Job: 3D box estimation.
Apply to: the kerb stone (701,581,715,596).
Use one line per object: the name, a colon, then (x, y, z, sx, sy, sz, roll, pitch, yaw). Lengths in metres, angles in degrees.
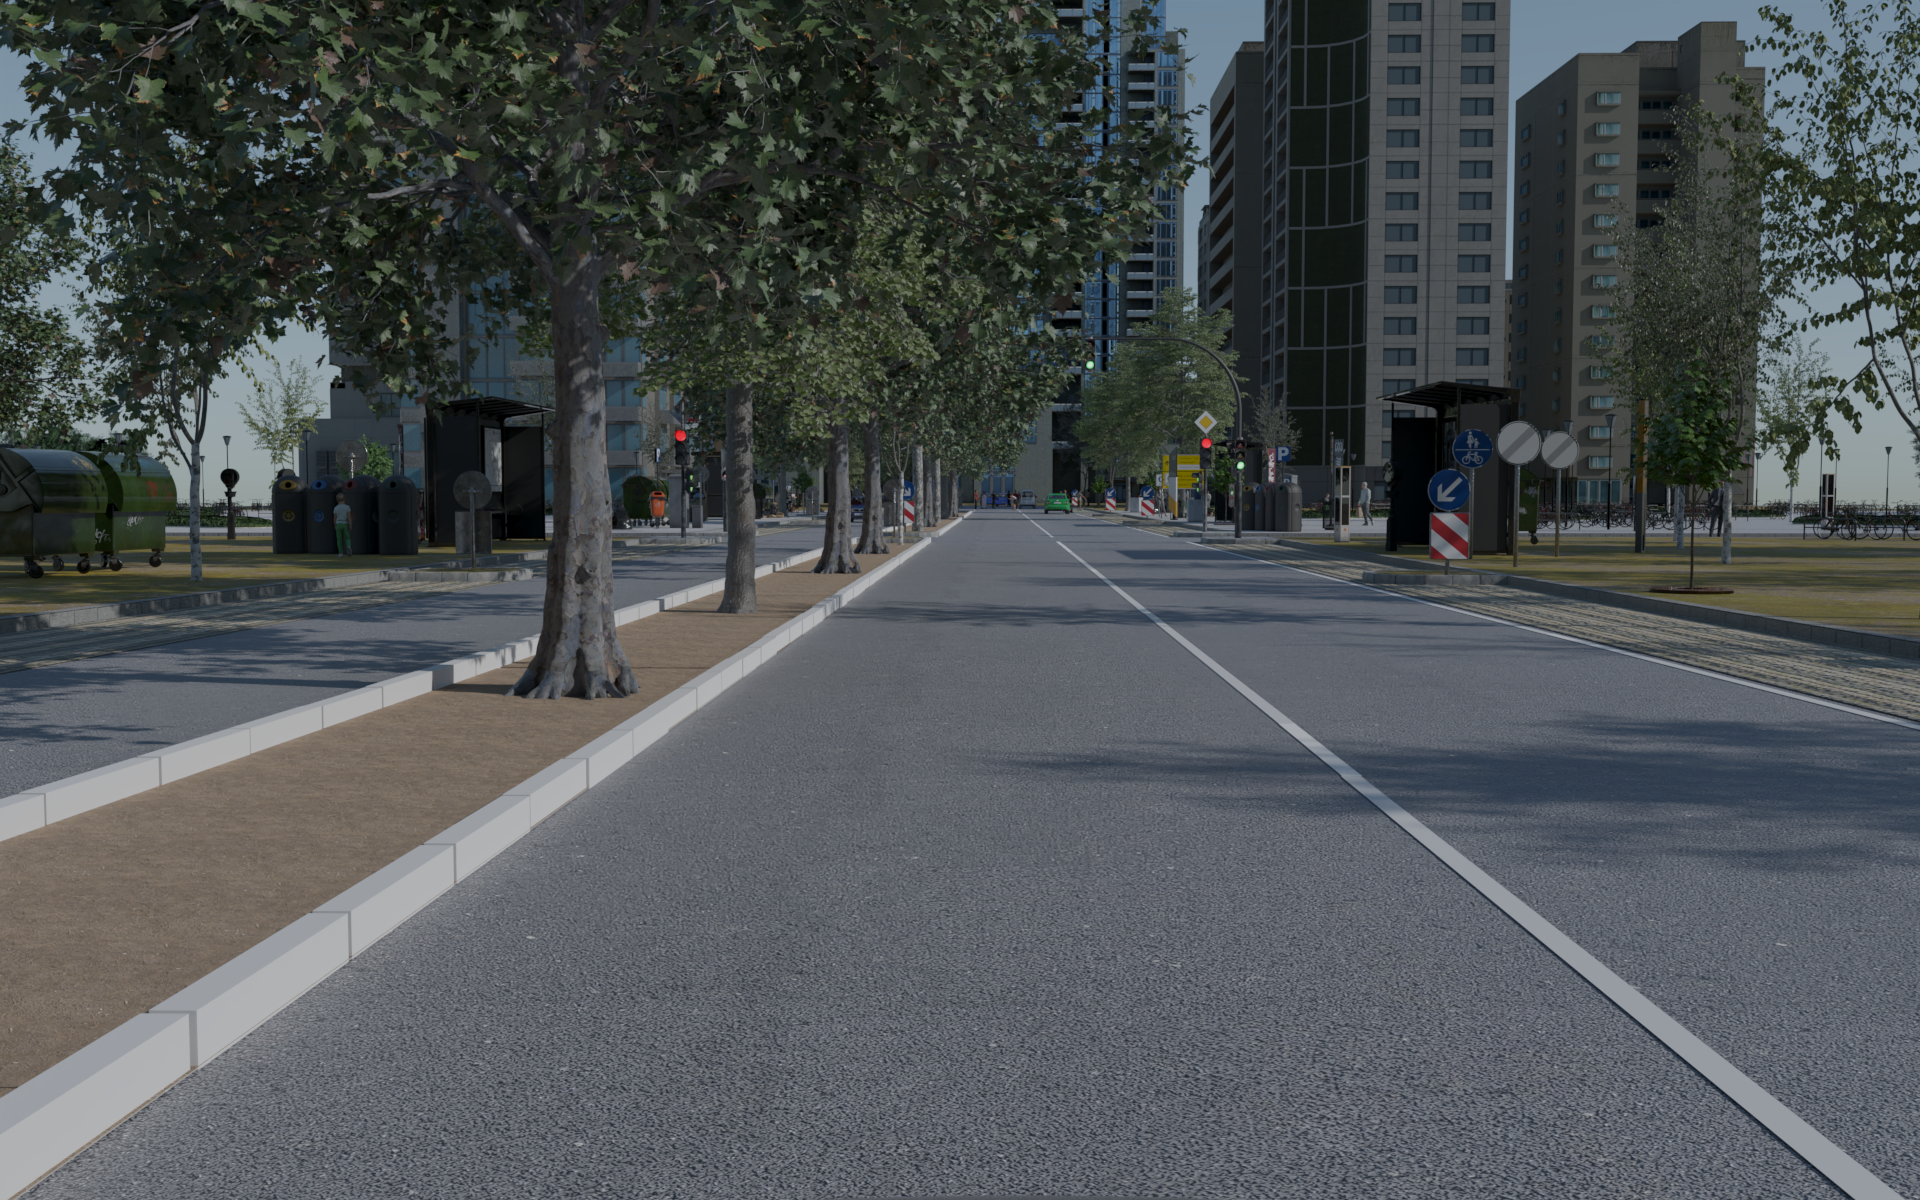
kerb stone: (-3.620, -0.130, 24.323, 0.120, 0.150, 1.000, 0, 4, 1)

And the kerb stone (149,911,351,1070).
kerb stone: (-1.944, 1.064, 4.804, 0.120, 0.150, 1.000, 0, 4, 1)

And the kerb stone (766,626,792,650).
kerb stone: (-1.704, 0.374, 16.082, 0.120, 0.150, 1.000, 0, 4, 1)

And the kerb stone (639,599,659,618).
kerb stone: (-3.701, 0.120, 20.234, 0.120, 0.150, 1.000, 0, 4, 1)

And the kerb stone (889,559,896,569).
kerb stone: (-1.338, -0.630, 32.492, 0.120, 0.150, 1.000, 0, 4, 1)

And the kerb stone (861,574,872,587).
kerb stone: (-1.474, -0.253, 26.344, 0.120, 0.150, 1.000, 0, 4, 1)

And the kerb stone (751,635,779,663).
kerb stone: (-1.718, 0.439, 15.051, 0.120, 0.150, 1.000, 0, 4, 1)

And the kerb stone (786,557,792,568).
kerb stone: (-3.416, -0.693, 33.546, 0.120, 0.150, 1.000, 0, 4, 1)

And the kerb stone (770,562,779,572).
kerb stone: (-3.462, -0.568, 31.484, 0.120, 0.150, 1.000, 0, 4, 1)

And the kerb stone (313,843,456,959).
kerb stone: (-1.922, 1.001, 5.831, 0.120, 0.150, 1.000, 0, 4, 1)

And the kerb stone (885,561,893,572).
kerb stone: (-1.358, -0.567, 31.470, 0.120, 0.150, 1.000, 0, 4, 1)

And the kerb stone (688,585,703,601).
kerb stone: (-3.634, -0.068, 23.301, 0.120, 0.150, 1.000, 0, 4, 1)

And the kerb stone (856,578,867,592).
kerb stone: (-1.491, -0.191, 25.314, 0.120, 0.150, 1.000, 0, 4, 1)

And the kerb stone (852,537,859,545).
kerb stone: (-3.032, -1.759, 50.958, 0.120, 0.150, 1.000, 0, 4, 1)

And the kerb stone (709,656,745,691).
kerb stone: (-1.769, 0.562, 13.005, 0.120, 0.150, 1.000, 0, 4, 1)

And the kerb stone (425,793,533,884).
kerb stone: (-1.899, 0.938, 6.862, 0.120, 0.150, 1.000, 0, 4, 1)

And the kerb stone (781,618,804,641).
kerb stone: (-1.678, 0.311, 17.107, 0.120, 0.150, 1.000, 0, 4, 1)

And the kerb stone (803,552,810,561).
kerb stone: (-3.346, -0.878, 36.624, 0.120, 0.150, 1.000, 0, 4, 1)

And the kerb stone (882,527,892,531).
kerb stone: (-2.730, -2.607, 64.819, 0.120, 0.150, 1.000, 0, 4, 1)

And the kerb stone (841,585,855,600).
kerb stone: (-1.540, -0.065, 23.265, 0.120, 0.150, 1.000, 0, 4, 1)

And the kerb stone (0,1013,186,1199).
kerb stone: (-1.974, 1.126, 3.781, 0.120, 0.150, 1.000, 0, 4, 1)

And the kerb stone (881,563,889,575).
kerb stone: (-1.379, -0.505, 30.448, 0.120, 0.150, 1.000, 0, 4, 1)

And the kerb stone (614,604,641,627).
kerb stone: (-3.728, 0.182, 19.212, 0.120, 0.150, 1.000, 0, 4, 1)

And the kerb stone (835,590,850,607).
kerb stone: (-1.554, 0.001, 22.229, 0.120, 0.150, 1.000, 0, 4, 1)

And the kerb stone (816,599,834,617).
kerb stone: (-1.610, 0.123, 20.184, 0.120, 0.150, 1.000, 0, 4, 1)

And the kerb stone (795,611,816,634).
kerb stone: (-1.650, 0.249, 18.129, 0.120, 0.150, 1.000, 0, 4, 1)

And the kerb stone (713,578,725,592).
kerb stone: (-3.594, -0.193, 25.347, 0.120, 0.150, 1.000, 0, 4, 1)

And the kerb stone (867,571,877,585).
kerb stone: (-1.447, -0.316, 27.367, 0.120, 0.150, 1.000, 0, 4, 1)

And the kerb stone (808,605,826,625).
kerb stone: (-1.626, 0.192, 19.158, 0.120, 0.150, 1.000, 0, 4, 1)

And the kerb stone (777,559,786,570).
kerb stone: (-3.435, -0.631, 32.512, 0.120, 0.150, 1.000, 0, 4, 1)

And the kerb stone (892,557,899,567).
kerb stone: (-1.315, -0.690, 33.534, 0.120, 0.150, 1.000, 0, 4, 1)

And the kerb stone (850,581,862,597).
kerb stone: (-1.511, -0.128, 24.290, 0.120, 0.150, 1.000, 0, 4, 1)

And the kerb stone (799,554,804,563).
kerb stone: (-3.376, -0.820, 35.596, 0.120, 0.150, 1.000, 0, 4, 1)

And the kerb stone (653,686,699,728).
kerb stone: (-1.815, 0.690, 10.961, 0.120, 0.150, 1.000, 0, 4, 1)

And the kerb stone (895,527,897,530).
kerb stone: (-2.662, -2.795, 67.891, 0.120, 0.150, 1.000, 0, 4, 1)

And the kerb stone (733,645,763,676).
kerb stone: (-1.743, 0.504, 14.029, 0.120, 0.150, 1.000, 0, 4, 1)

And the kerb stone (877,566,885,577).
kerb stone: (-1.404, -0.442, 29.427, 0.120, 0.150, 1.000, 0, 4, 1)

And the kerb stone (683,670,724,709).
kerb stone: (-1.790, 0.625, 11.983, 0.120, 0.150, 1.000, 0, 4, 1)

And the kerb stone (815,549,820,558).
kerb stone: (-3.299, -1.008, 38.674, 0.120, 0.150, 1.000, 0, 4, 1)

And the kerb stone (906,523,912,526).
kerb stone: (-2.369, -3.610, 81.215, 0.120, 0.150, 1.000, 0, 4, 1)

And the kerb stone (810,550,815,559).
kerb stone: (-3.325, -0.945, 37.652, 0.120, 0.150, 1.000, 0, 4, 1)

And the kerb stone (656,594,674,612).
kerb stone: (-3.690, 0.063, 21.258, 0.120, 0.150, 1.000, 0, 4, 1)

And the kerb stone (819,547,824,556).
kerb stone: (-3.287, -1.068, 39.698, 0.120, 0.150, 1.000, 0, 4, 1)

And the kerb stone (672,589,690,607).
kerb stone: (-3.660, -0.003, 22.279, 0.120, 0.150, 1.000, 0, 4, 1)

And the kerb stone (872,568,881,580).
kerb stone: (-1.427, -0.379, 28.389, 0.120, 0.150, 1.000, 0, 4, 1)

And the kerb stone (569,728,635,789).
kerb stone: (-1.850, 0.812, 8.914, 0.120, 0.150, 1.000, 0, 4, 1)

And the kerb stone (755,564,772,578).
kerb stone: (-3.479, -0.506, 30.462, 0.120, 0.150, 1.000, 0, 4, 1)

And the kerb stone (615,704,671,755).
kerb stone: (-1.829, 0.750, 9.938, 0.120, 0.150, 1.000, 0, 4, 1)

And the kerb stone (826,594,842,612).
kerb stone: (-1.587, 0.060, 21.207, 0.120, 0.150, 1.000, 0, 4, 1)

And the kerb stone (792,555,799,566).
kerb stone: (-3.391, -0.757, 34.574, 0.120, 0.150, 1.000, 0, 4, 1)

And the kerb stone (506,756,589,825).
kerb stone: (-1.882, 0.875, 7.891, 0.120, 0.150, 1.000, 0, 4, 1)
